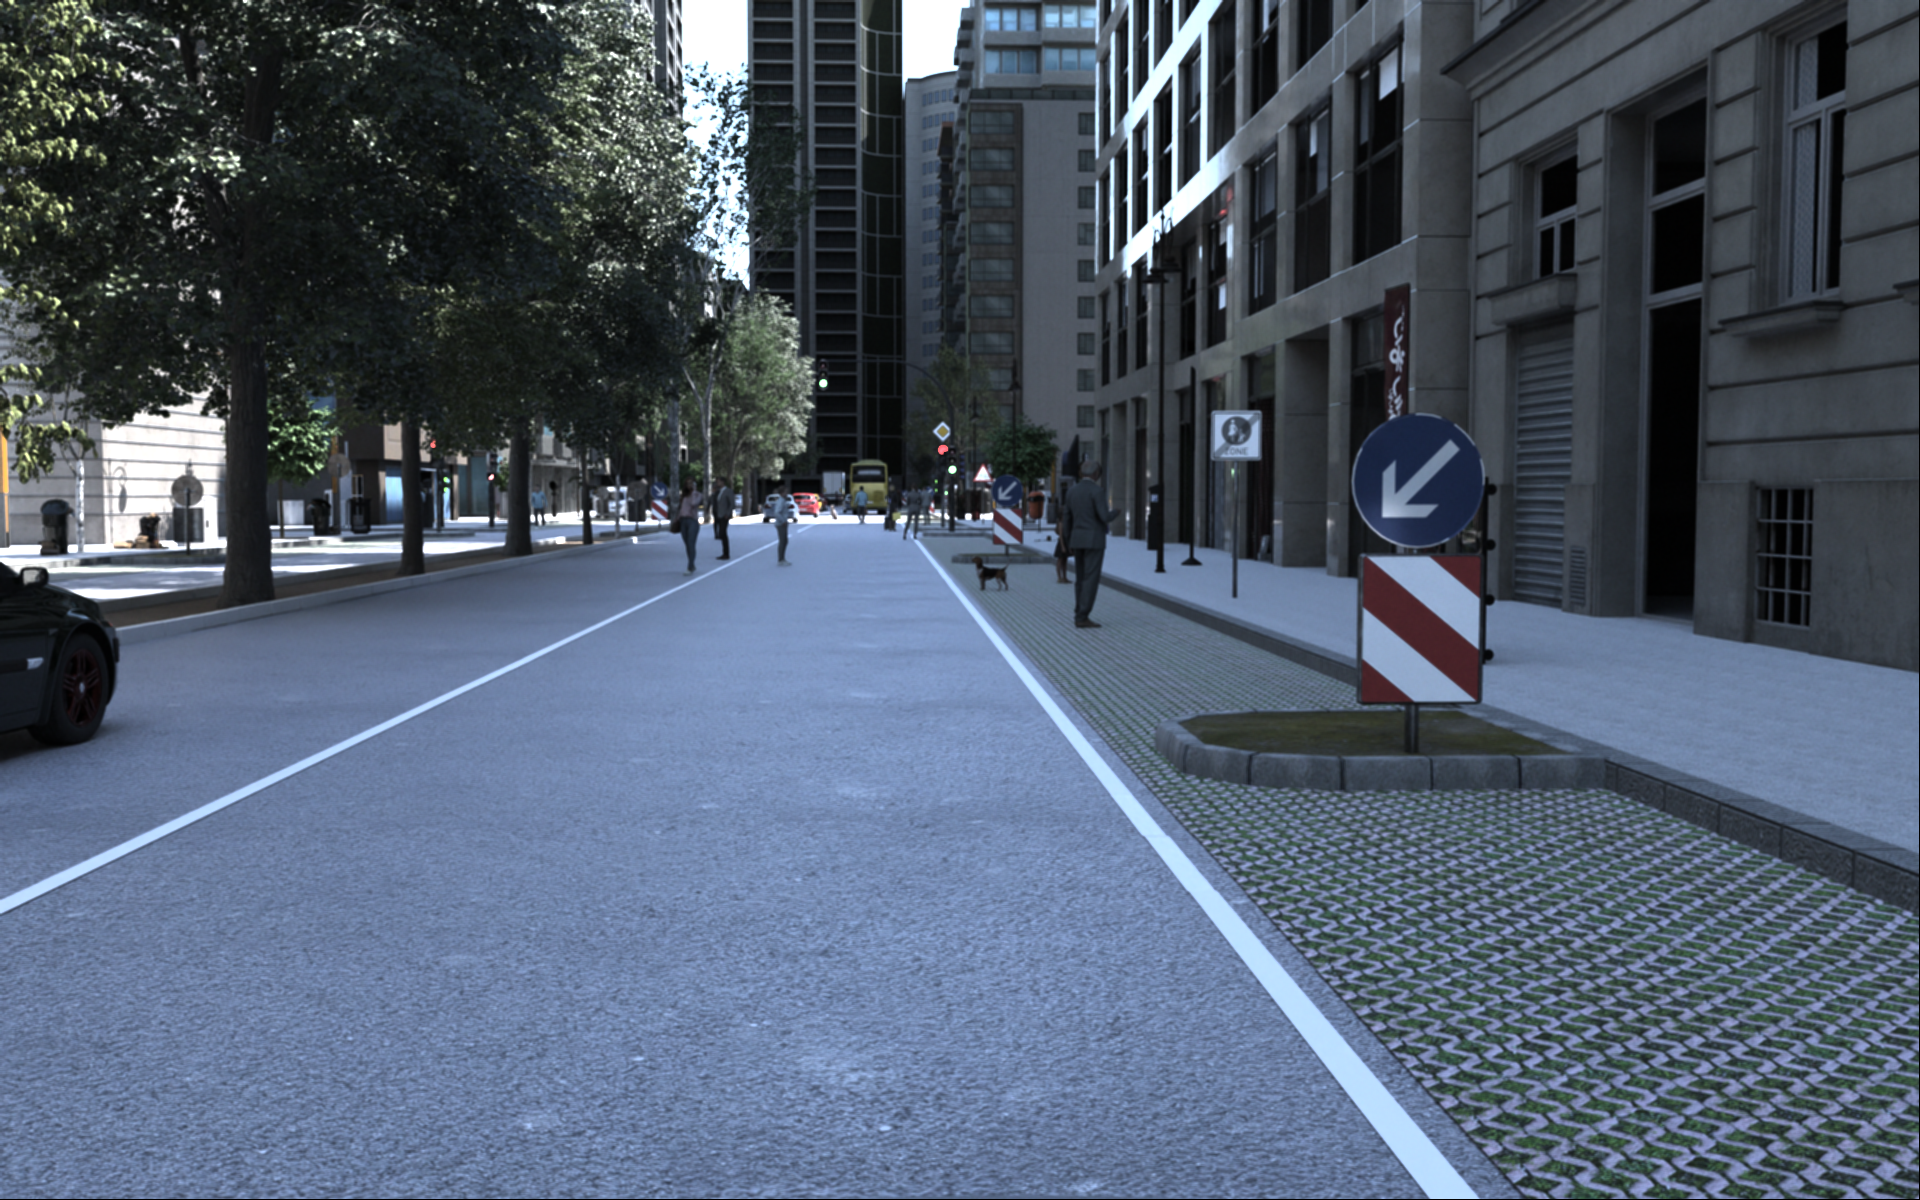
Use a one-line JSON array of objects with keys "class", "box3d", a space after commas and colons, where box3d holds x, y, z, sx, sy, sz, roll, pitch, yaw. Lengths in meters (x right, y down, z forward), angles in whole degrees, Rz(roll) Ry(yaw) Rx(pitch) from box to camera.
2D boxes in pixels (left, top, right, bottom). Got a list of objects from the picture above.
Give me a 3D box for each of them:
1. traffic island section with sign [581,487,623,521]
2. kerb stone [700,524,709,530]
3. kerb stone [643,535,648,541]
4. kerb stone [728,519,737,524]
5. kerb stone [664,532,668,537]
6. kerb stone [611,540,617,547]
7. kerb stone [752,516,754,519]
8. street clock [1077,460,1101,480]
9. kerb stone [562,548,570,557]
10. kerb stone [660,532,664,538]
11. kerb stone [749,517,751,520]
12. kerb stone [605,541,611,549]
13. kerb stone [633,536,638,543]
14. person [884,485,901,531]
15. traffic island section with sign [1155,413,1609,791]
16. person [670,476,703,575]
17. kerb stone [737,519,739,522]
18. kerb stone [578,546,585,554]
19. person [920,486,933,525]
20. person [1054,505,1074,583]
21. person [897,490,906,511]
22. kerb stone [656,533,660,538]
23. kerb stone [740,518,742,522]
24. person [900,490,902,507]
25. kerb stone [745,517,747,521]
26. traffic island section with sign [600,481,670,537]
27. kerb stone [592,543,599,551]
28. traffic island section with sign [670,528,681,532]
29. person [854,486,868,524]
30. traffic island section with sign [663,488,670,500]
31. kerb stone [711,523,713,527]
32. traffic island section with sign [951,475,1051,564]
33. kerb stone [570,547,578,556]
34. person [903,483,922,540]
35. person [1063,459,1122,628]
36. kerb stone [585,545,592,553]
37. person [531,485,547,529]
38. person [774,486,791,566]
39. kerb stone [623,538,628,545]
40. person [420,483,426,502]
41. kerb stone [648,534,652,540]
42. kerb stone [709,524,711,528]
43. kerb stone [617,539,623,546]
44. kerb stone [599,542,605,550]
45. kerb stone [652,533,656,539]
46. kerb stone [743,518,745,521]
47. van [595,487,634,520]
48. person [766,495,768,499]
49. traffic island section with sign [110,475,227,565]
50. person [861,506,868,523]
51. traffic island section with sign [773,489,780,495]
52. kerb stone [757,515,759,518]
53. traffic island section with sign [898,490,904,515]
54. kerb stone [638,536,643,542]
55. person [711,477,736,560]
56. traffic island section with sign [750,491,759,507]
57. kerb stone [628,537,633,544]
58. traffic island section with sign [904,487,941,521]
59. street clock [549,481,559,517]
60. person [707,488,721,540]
[{"class": "traffic island section with sign", "box3d": [-18.770, -5.038, 90.995, 1.989, 1.847, 2.006, 0, 4, -3]}, {"class": "kerb stone", "box3d": [-10.626, -3.027, 71.702, 0.120, 0.150, 1.000, 0, 4, -3]}, {"class": "kerb stone", "box3d": [-9.719, -1.868, 52.737, 0.120, 0.150, 1.000, 0, 4, -3]}, {"class": "kerb stone", "box3d": [-11.300, -3.903, 86.036, 0.120, 0.150, 1.000, 0, 4, -3]}, {"class": "kerb stone", "box3d": [-9.967, -2.181, 57.856, 0.120, 0.150, 1.000, 0, 4, -3]}, {"class": "kerb stone", "box3d": [-9.431, -1.488, 46.582, 0.120, 0.150, 1.000, 0, 4, -3]}, {"class": "kerb stone", "box3d": [-11.829, -4.594, 97.311, 0.120, 0.150, 1.000, 0, 4, -3]}, {"class": "street clock", "box3d": [2.744, -1.973, 36.821, 0.471, 2.002, 0.358, 2, 4, 33]}, {"class": "kerb stone", "box3d": [-9.092, -1.051, 39.424, 0.120, 0.150, 1.000, 0, 4, -3]}, {"class": "kerb stone", "box3d": [-9.913, -2.118, 56.831, 0.120, 0.150, 1.000, 0, 4, -3]}, {"class": "kerb stone", "box3d": [-11.747, -4.469, 95.262, 0.120, 0.150, 1.000, 0, 4, -3]}, {"class": "kerb stone", "box3d": [-9.383, -1.428, 45.551, 0.120, 0.150, 1.000, 0, 4, -3]}, {"class": "kerb stone", "box3d": [-9.619, -1.743, 50.689, 0.120, 0.150, 1.000, 0, 4, -3]}, {"class": "person", "box3d": [-2.619, -3.592, 67.440, 0.699, 1.804, 1.509, 0, 4, -1]}, {"class": "traffic island section with sign", "box3d": [2.105, -0.039, 9.259, 1.989, 1.847, 2.006, 0, 4, -3]}, {"class": "person", "box3d": [-4.799, -1.327, 30.794, 0.593, 1.750, 0.643, 2, 4, 28]}, {"class": "kerb stone", "box3d": [-11.346, -3.962, 87.057, 0.120, 0.150, 1.000, 0, 4, -3]}, {"class": "kerb stone", "box3d": [-9.184, -1.179, 41.465, 0.120, 0.150, 1.000, 0, 4, -3]}, {"class": "person", "box3d": [-1.575, -4.378, 80.183, 0.635, 1.810, 0.391, -3, 5, -39]}, {"class": "person", "box3d": [1.704, -0.890, 27.718, 0.373, 1.253, 0.362, 3, 5, 39]}, {"class": "person", "box3d": [-5.287, -8.558, 148.553, 1.348, 1.807, 0.705, 1, 4, 15]}, {"class": "kerb stone", "box3d": [-9.876, -2.055, 55.807, 0.120, 0.150, 1.000, 0, 4, -3]}, {"class": "kerb stone", "box3d": [-11.444, -4.087, 89.108, 0.120, 0.150, 1.000, 0, 4, -3]}, {"class": "person", "box3d": [-6.250, -10.636, 182.489, 1.350, 1.814, 0.705, -1, 4, -14]}, {"class": "kerb stone", "box3d": [-11.593, -4.280, 92.183, 0.120, 0.150, 1.000, 0, 4, -3]}, {"class": "traffic island section with sign", "box3d": [-11.056, -3.097, 58.769, 2.006, 1.907, 1.989, 0, 4, -3]}, {"class": "kerb stone", "box3d": [-9.280, -1.303, 43.509, 0.120, 0.150, 1.000, 0, 4, -3]}, {"class": "traffic island section with sign", "box3d": [-11.397, -3.549, 66.168, 2.006, 1.907, 1.989, 0, 4, -3]}, {"class": "person", "box3d": [-4.743, -4.570, 83.231, 0.660, 1.820, 0.620, -2, 4, -25]}, {"class": "traffic island section with sign", "box3d": [-20.107, -6.768, 119.277, 1.989, 1.847, 2.006, 0, 4, -3]}, {"class": "kerb stone", "box3d": [-10.720, -3.153, 73.746, 0.120, 0.150, 1.000, 0, 4, -3]}, {"class": "traffic island section with sign", "box3d": [0.827, -1.685, 36.184, 1.989, 1.847, 2.006, 0, 4, -3]}, {"class": "kerb stone", "box3d": [-9.138, -1.115, 40.444, 0.120, 0.150, 1.000, 0, 4, -3]}, {"class": "person", "box3d": [-1.496, -2.798, 54.529, 0.520, 1.790, 0.573, -1, 4, -21]}, {"class": "person", "box3d": [1.432, -0.607, 18.607, 0.590, 1.801, 0.661, -3, 5, -42]}, {"class": "kerb stone", "box3d": [-9.232, -1.241, 42.488, 0.120, 0.150, 1.000, 0, 4, -3]}, {"class": "person", "box3d": [-17.422, -3.868, 71.757, 0.660, 1.820, 0.620, 0, 4, -7]}, {"class": "person", "box3d": [-3.567, -1.499, 34.813, 0.330, 1.601, 0.589, 1, 4, 9]}, {"class": "kerb stone", "box3d": [-9.531, -1.612, 48.627, 0.120, 0.150, 1.000, 0, 4, -3]}, {"class": "person", "box3d": [-17.517, -2.870, 55.697, 0.793, 1.790, 0.793, 3, 5, 40]}, {"class": "kerb stone", "box3d": [-9.765, -1.931, 53.764, 0.120, 0.150, 1.000, 0, 4, -3]}, {"class": "kerb stone", "box3d": [-10.662, -3.088, 72.724, 0.120, 0.150, 1.000, 0, 4, -3]}, {"class": "kerb stone", "box3d": [-9.479, -1.554, 47.602, 0.120, 0.150, 1.000, 0, 4, -3]}, {"class": "kerb stone", "box3d": [-9.336, -1.365, 44.530, 0.120, 0.150, 1.000, 0, 4, -3]}, {"class": "kerb stone", "box3d": [-9.821, -1.993, 54.784, 0.120, 0.150, 1.000, 0, 4, -3]}, {"class": "kerb stone", "box3d": [-11.548, -4.217, 91.149, 0.120, 0.150, 1.000, 0, 4, -3]}, {"class": "van", "box3d": [-19.236, -5.477, 96.565, 2.013, 2.044, 4.112, 0, 4, -2]}, {"class": "person", "box3d": [-18.209, -9.299, 163.770, 0.697, 1.427, 0.421, 1, 4, 8]}, {"class": "traffic island section with sign", "box3d": [-16.145, -1.661, 35.791, 1.989, 1.847, 2.006, 0, 4, -3]}, {"class": "person", "box3d": [-4.802, -4.507, 86.864, 0.373, 1.253, 0.362, 0, 4, -4]}, {"class": "traffic island section with sign", "box3d": [-14.961, -8.140, 141.222, 2.006, 1.907, 1.989, 0, 4, -3]}, {"class": "kerb stone", "box3d": [-12.028, -4.846, 101.421, 0.120, 0.150, 1.000, 0, 4, -3]}, {"class": "traffic island section with sign", "box3d": [-3.085, -6.737, 118.777, 1.989, 1.847, 2.006, 0, 4, -3]}, {"class": "kerb stone", "box3d": [-9.669, -1.804, 51.709, 0.120, 0.150, 1.000, 0, 4, -3]}, {"class": "person", "box3d": [-5.208, -1.796, 38.038, 0.473, 1.802, 0.592, -1, 4, -23]}, {"class": "traffic island section with sign", "box3d": [-23.692, -11.411, 195.200, 1.989, 1.847, 2.006, 0, 4, -3]}, {"class": "kerb stone", "box3d": [-9.572, -1.679, 49.660, 0.120, 0.150, 1.000, 0, 4, -3]}, {"class": "traffic island section with sign", "box3d": [-1.816, -5.090, 91.852, 1.989, 1.847, 2.006, 0, 4, -3]}, {"class": "street clock", "box3d": [-22.368, -5.559, 95.464, 0.471, 2.002, 0.358, 2, 4, 28]}, {"class": "person", "box3d": [-7.628, -2.838, 54.672, 0.659, 1.850, 0.755, 0, 4, 0]}]
